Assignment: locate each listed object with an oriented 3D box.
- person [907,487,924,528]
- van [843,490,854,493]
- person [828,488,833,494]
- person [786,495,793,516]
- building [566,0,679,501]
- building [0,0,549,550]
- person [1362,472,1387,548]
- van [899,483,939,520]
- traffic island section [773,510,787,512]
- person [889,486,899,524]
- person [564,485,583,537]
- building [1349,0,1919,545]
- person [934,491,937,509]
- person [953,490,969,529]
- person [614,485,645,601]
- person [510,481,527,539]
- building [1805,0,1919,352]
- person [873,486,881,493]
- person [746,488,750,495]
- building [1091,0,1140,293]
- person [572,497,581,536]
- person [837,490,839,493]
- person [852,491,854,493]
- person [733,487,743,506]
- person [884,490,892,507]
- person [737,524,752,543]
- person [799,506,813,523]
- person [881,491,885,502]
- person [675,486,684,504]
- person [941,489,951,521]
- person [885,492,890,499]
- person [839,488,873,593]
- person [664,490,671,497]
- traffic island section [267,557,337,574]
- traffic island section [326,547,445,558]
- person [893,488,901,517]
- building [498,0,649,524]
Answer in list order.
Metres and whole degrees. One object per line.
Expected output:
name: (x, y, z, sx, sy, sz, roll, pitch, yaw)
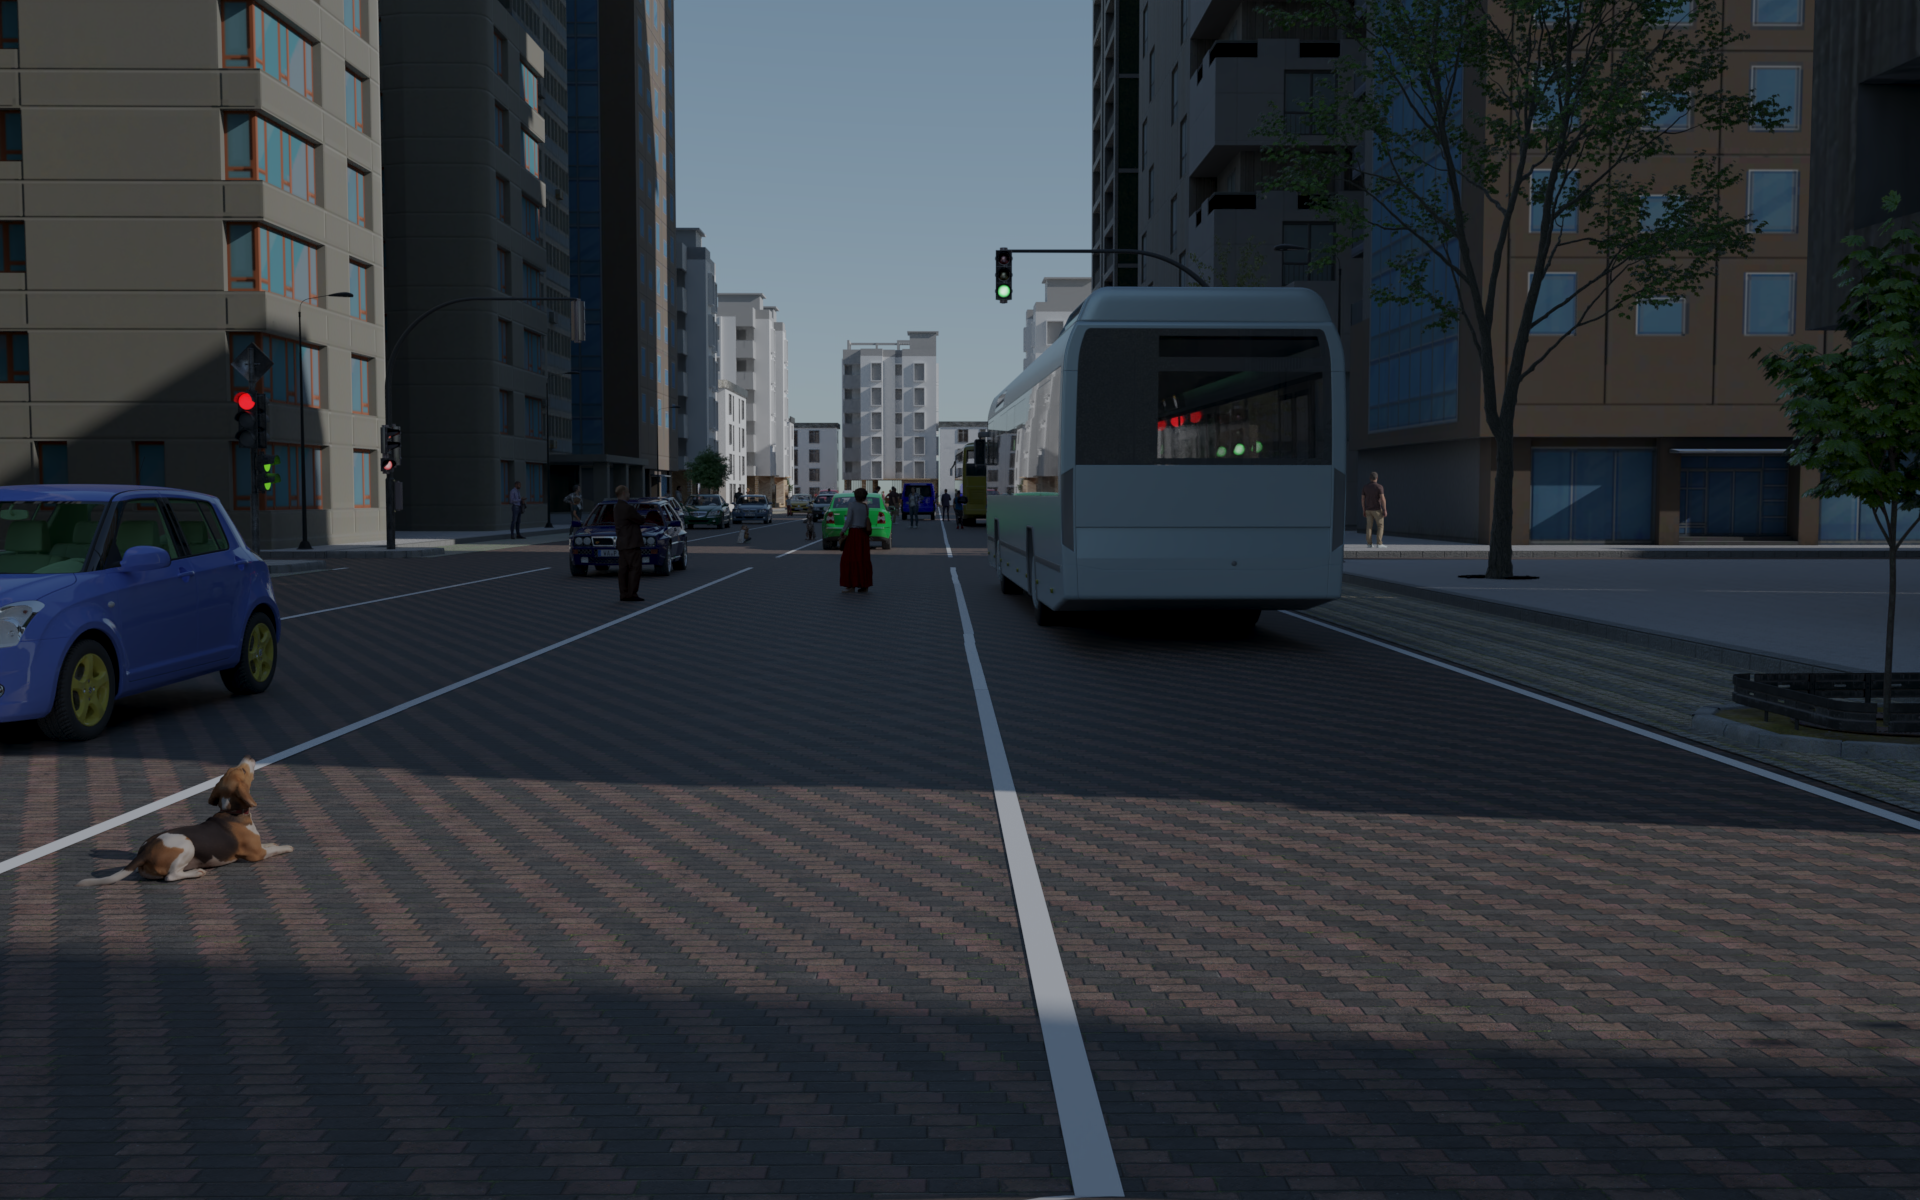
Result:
person: (-1.925, -3.903, 73.029, 0.841, 1.734, 0.376, 3, 5, 43)
van: (-12.032, -11.019, 187.163, 2.013, 2.044, 4.112, 0, 4, -2)
person: (-9.156, -6.853, 120.413, 0.599, 1.838, 0.709, 1, 4, 15)
person: (-11.098, -6.122, 112.507, 0.435, 1.345, 0.340, -1, 4, -13)
building: (-24.178, -27.426, 98.525, 14.600, 45.320, 14.200, 0, 4, -1)
building: (-29.868, -12.745, 53.422, 27.650, 21.520, 28.899, 0, 4, -1)
person: (9.922, -2.156, 41.414, 0.434, 1.807, 0.598, -3, 5, -42)
van: (-2.325, -5.695, 97.499, 2.240, 2.365, 5.245, 0, 4, -1)
traffic island section: (-14.349, -7.286, 141.997, 1.991, 0.108, 1.994, 0, 4, -1)
person: (-3.152, -4.505, 82.288, 0.434, 1.807, 0.598, -1, 4, -14)
person: (-12.591, -2.907, 56.751, 0.376, 1.734, 0.841, 2, 4, 34)
building: (19.838, -24.369, 48.542, 14.200, 45.320, 14.600, 0, 4, -1)
person: (-2.354, -9.700, 167.620, 0.617, 1.759, 0.750, 3, 5, 43)
person: (0.030, -3.723, 71.246, 0.647, 1.594, 0.662, 0, 4, -4)
person: (-4.440, -0.764, 23.255, 0.388, 1.546, 0.482, -2, 4, -31)
person: (-13.904, -2.837, 54.758, 0.599, 1.838, 0.709, 1, 4, 10)
building: (14.559, -14.727, 12.481, 14.160, 30.474, 14.107, 0, 4, -1)
person: (-3.323, -3.767, 70.536, 0.568, 1.767, 0.683, -2, 4, -24)
person: (-16.363, -7.820, 134.415, 0.721, 1.766, 1.217, 0, 4, -2)
building: (16.888, -40.720, 104.022, 20.563, 71.187, 20.611, 0, 4, -1)
person: (-11.581, -2.450, 52.465, 0.340, 1.345, 0.435, -2, 4, -25)
person: (-10.426, -8.436, 146.953, 0.617, 1.759, 0.750, 2, 4, 25)
person: (-3.865, -3.214, 63.263, 0.614, 1.554, 0.590, 0, 4, -2)
person: (-11.926, -5.185, 93.396, 0.598, 1.807, 0.434, -1, 4, -22)
person: (-6.043, -8.694, 150.591, 1.348, 1.831, 0.705, -1, 4, -23)
person: (-6.310, -1.935, 50.618, 0.357, 0.543, 0.381, -3, 5, -44)
person: (-7.535, -4.196, 85.035, 0.695, 0.859, 0.347, -1, 4, -17)
person: (-7.426, -9.825, 169.860, 0.721, 1.743, 1.217, 0, 4, -7)
person: (-12.540, -4.234, 77.865, 0.789, 1.805, 0.875, -1, 4, -9)
person: (-0.732, -5.013, 91.378, 0.541, 1.710, 0.530, 0, 4, 3)
person: (-6.251, -8.939, 154.646, 0.705, 1.826, 1.348, -3, 5, -44)
person: (-1.505, -0.873, 25.239, 0.523, 1.526, 0.387, -2, 4, -33)
person: (-16.488, -5.446, 97.559, 0.523, 1.526, 0.387, 0, 4, -1)
traffic island section: (-13.109, -0.607, 32.212, 2.009, 0.180, 2.903, 0, 4, -1)
traffic island section: (-13.222, -1.096, 40.196, 2.009, 0.180, 2.903, 0, 4, -1)
person: (-3.925, -5.960, 106.081, 0.598, 1.807, 0.434, 1, 4, 17)
building: (-31.513, -23.697, 79.325, 32.217, 40.220, 23.993, 0, 4, -1)
